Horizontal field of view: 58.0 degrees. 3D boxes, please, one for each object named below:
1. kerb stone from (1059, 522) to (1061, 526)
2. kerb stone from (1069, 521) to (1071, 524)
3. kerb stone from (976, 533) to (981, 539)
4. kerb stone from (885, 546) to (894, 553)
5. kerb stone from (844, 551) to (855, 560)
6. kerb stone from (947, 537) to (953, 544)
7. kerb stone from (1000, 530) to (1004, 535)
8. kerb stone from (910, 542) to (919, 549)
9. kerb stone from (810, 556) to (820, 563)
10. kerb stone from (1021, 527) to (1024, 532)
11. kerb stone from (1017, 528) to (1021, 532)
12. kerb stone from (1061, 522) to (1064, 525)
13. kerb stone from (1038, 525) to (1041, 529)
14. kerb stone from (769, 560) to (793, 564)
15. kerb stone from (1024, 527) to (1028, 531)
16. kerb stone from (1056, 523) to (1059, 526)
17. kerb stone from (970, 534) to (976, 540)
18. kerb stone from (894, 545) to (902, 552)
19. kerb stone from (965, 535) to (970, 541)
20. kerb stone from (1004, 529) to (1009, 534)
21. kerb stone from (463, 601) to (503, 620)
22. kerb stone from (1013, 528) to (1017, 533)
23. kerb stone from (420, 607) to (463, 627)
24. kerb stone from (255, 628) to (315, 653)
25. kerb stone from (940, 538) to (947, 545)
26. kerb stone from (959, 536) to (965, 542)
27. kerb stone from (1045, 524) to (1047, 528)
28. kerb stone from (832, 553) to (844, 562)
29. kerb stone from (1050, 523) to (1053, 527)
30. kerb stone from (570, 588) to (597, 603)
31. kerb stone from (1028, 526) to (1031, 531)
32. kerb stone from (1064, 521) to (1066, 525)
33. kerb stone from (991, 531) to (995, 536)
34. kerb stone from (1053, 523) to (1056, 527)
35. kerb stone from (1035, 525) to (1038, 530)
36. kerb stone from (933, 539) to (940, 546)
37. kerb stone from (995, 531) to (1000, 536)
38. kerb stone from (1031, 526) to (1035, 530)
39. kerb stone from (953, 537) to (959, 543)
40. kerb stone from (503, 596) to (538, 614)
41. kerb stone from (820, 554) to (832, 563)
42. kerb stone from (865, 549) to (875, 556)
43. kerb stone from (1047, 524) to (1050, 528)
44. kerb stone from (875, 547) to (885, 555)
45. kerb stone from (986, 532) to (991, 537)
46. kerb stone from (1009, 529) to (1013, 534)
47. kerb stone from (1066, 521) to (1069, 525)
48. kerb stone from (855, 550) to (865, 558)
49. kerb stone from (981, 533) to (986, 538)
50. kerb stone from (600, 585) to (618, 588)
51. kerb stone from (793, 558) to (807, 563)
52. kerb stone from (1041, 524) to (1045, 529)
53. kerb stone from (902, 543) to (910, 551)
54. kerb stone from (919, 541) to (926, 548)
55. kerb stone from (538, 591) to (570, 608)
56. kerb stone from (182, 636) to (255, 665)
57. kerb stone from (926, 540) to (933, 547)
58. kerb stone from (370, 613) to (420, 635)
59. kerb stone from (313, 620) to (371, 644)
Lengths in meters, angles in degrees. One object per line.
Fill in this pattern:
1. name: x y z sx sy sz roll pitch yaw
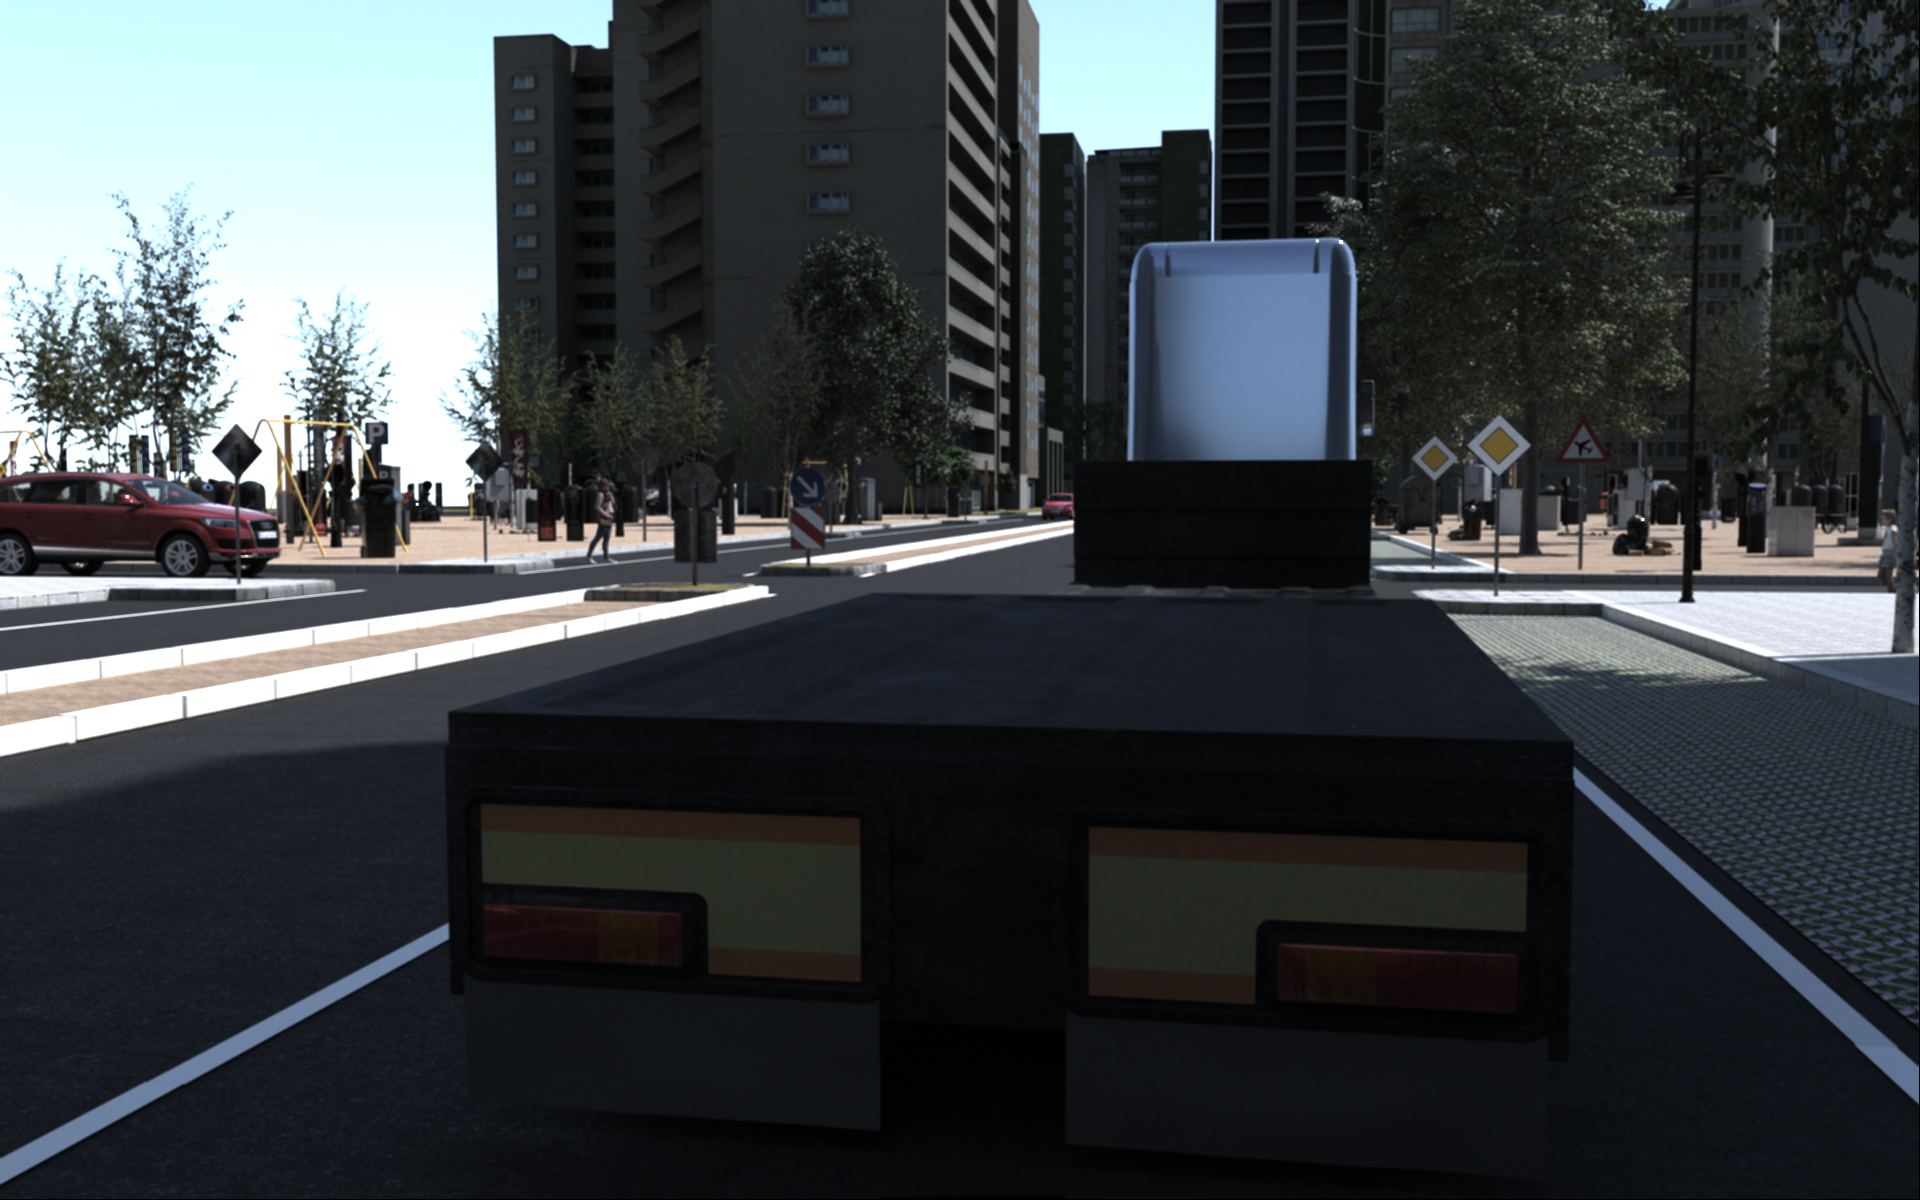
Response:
1. kerb stone: 4.286 -3.358 77.093 0.120 0.150 1.000 1 4 10
2. kerb stone: 4.991 -3.606 81.149 0.120 0.150 1.000 1 4 10
3. kerb stone: 0.449 -1.998 54.880 0.120 0.150 1.000 1 4 10
4. kerb stone: -1.824 -1.194 41.731 0.120 0.150 1.000 1 4 10
5. kerb stone: -2.519 -0.941 37.694 0.120 0.150 1.000 1 4 10
6. kerb stone: -0.420 -1.689 49.823 0.120 0.150 1.000 1 4 10
7. kerb stone: 1.318 -2.305 59.929 0.120 0.150 1.000 1 4 10
8. kerb stone: -1.293 -1.381 44.771 0.120 0.150 1.000 1 4 10
9. kerb stone: -3.044 -0.763 34.665 0.120 0.150 1.000 1 4 10
10. kerb stone: 2.195 -2.616 64.970 0.120 0.150 1.000 1 4 10
11. kerb stone: 2.016 -2.555 63.963 0.120 0.150 1.000 1 4 10
12. kerb stone: 4.454 -3.412 78.107 0.120 0.150 1.000 1 4 10
13. kerb stone: 3.057 -2.924 70.023 0.120 0.150 1.000 1 4 10
14. kerb stone: -3.394 -0.636 32.644 0.120 0.150 1.000 1 4 10
15. kerb stone: 2.371 -2.673 65.977 0.120 0.150 1.000 1 4 10
16. kerb stone: 4.109 -3.296 76.080 0.120 0.150 1.000 1 4 10
17. kerb stone: 0.274 -1.937 53.869 0.120 0.150 1.000 1 4 10
18. kerb stone: -1.651 -1.255 42.742 0.120 0.150 1.000 1 4 10
19. kerb stone: 0.095 -1.872 52.863 0.120 0.150 1.000 1 4 10
20. kerb stone: 1.496 -2.369 60.936 0.120 0.150 1.000 1 4 10
21. kerb stone: -5.576 0.143 19.969 0.120 0.150 1.000 1 4 10
22. kerb stone: 1.841 -2.491 62.954 0.120 0.150 1.000 1 4 10
23. kerb stone: -5.749 0.198 18.962 0.120 0.150 1.000 1 4 10
24. kerb stone: -6.285 0.386 15.942 0.120 0.150 1.000 1 4 10
25. kerb stone: -0.597 -1.628 48.808 0.120 0.150 1.000 1 4 10
26. kerb stone: -0.080 -1.813 51.842 0.120 0.150 1.000 1 4 10
27. kerb stone: 3.409 -3.047 72.038 0.120 0.150 1.000 1 4 10
28. kerb stone: -2.688 -0.886 36.685 0.120 0.150 1.000 1 4 10
29. kerb stone: 3.761 -3.167 74.061 0.120 0.150 1.000 1 4 10
30. kerb stone: -5.063 -0.049 22.996 0.120 0.150 1.000 1 4 10
31. kerb stone: 2.542 -2.740 66.994 0.120 0.150 1.000 1 4 10
32. kerb stone: 4.635 -3.481 79.112 0.120 0.150 1.000 1 4 10
33. kerb stone: 0.965 -2.184 57.912 0.120 0.150 1.000 1 4 10
34. kerb stone: 3.932 -3.234 75.073 0.120 0.150 1.000 1 4 10
35. kerb stone: 2.887 -2.864 69.015 0.120 0.150 1.000 1 4 10
36. kerb stone: -0.766 -1.566 47.800 0.120 0.150 1.000 1 4 10
37. kerb stone: 1.149 -2.246 58.917 0.120 0.150 1.000 1 4 10
38. kerb stone: 2.718 -2.797 68.007 0.120 0.150 1.000 1 4 10
39. kerb stone: -0.252 -1.752 50.834 0.120 0.150 1.000 1 4 10
40. kerb stone: -5.412 0.074 20.982 0.120 0.150 1.000 1 4 10
41. kerb stone: -2.869 -0.824 35.672 0.120 0.150 1.000 1 4 10
42. kerb stone: -2.172 -1.072 39.716 0.120 0.150 1.000 1 4 10
43. kerb stone: 3.580 -3.103 73.046 0.120 0.150 1.000 1 4 10
44. kerb stone: -1.988 -1.130 40.721 0.120 0.150 1.000 1 4 10
45. kerb stone: 0.795 -2.123 56.904 0.120 0.150 1.000 1 4 10
46. kerb stone: 1.668 -2.431 61.944 0.120 0.150 1.000 1 4 10
47. kerb stone: 4.814 -3.541 80.136 0.120 0.150 1.000 1 4 10
48. kerb stone: -2.345 -1.010 38.701 0.120 0.150 1.000 1 4 10
49. kerb stone: 0.621 -2.061 55.895 0.120 0.150 1.000 1 4 10
50. kerb stone: -4.878 -0.106 24.006 0.120 0.150 1.000 1 4 10
51. kerb stone: -3.215 -0.701 33.653 0.120 0.150 1.000 1 4 10
52. kerb stone: 3.243 -2.987 71.028 0.120 0.150 1.000 1 4 10
53. kerb stone: -1.473 -1.318 43.751 0.120 0.150 1.000 1 4 10
54. kerb stone: -1.131 -1.438 45.783 0.120 0.150 1.000 1 4 10
55. kerb stone: -5.243 0.013 21.990 0.120 0.150 1.000 1 4 10
56. kerb stone: -6.446 0.444 14.932 0.120 0.150 1.000 1 4 10
57. kerb stone: -0.949 -1.504 46.789 0.120 0.150 1.000 1 4 10
58. kerb stone: -5.924 0.259 17.955 0.120 0.150 1.000 1 4 10
59. kerb stone: -6.104 0.321 16.949 0.120 0.150 1.000 1 4 10
